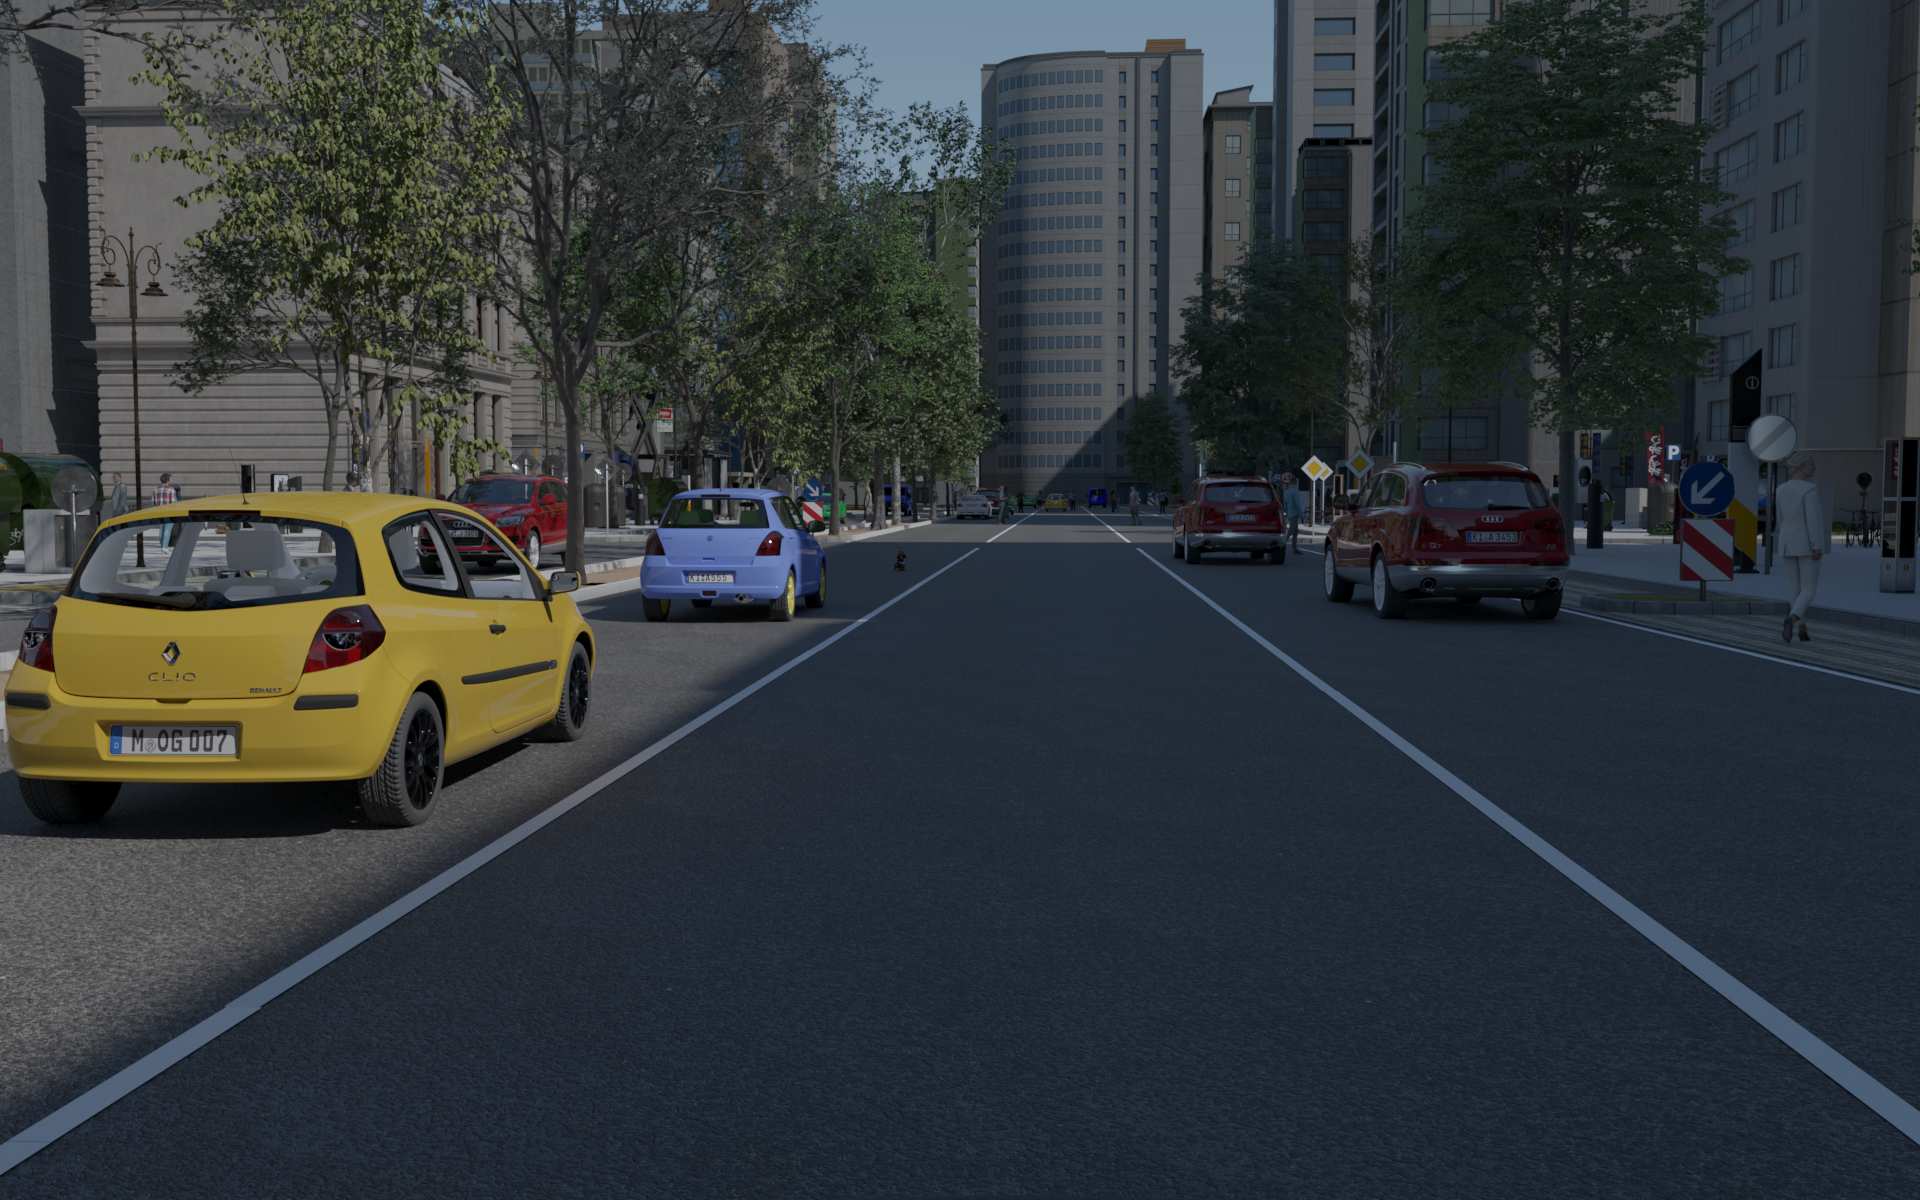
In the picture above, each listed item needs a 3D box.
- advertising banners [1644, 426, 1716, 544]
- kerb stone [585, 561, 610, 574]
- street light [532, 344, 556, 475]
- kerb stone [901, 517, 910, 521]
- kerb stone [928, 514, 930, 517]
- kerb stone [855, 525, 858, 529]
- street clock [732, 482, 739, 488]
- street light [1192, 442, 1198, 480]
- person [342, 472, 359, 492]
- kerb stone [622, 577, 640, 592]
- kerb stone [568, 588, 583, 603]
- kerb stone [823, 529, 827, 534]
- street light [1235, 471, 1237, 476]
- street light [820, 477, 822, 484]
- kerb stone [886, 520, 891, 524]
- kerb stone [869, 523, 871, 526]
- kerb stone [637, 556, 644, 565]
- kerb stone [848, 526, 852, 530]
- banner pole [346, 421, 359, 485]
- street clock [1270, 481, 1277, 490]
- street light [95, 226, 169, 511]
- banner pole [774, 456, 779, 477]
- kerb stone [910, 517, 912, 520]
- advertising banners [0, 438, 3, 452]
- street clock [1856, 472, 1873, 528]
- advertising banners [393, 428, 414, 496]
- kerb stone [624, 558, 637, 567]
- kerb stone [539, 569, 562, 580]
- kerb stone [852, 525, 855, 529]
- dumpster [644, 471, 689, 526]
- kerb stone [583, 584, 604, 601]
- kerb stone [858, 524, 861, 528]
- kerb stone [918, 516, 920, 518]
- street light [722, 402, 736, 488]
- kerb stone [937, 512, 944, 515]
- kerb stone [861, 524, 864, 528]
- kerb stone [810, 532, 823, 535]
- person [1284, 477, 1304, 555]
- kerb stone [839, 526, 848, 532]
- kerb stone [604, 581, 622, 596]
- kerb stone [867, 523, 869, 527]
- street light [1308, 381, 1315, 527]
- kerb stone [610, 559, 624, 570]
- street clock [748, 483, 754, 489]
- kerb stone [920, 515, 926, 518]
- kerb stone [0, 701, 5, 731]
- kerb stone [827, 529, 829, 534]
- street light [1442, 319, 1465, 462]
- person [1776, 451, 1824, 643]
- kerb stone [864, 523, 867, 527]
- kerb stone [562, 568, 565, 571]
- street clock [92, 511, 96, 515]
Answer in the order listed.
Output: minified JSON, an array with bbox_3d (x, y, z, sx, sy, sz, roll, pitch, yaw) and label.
[{"bbox_3d":[18.512,-2.935,44.171,2.074,3.025,0.090,1,4,16],"label":"advertising banners"},{"bbox_3d":[-6.679,-0.589,31.876,0.120,0.150,1.000,0,4,3],"label":"kerb stone"},{"bbox_3d":[-12.801,-4.945,53.636,0.468,5.910,1.993,0,4,3],"label":"street light"},{"bbox_3d":[-2.946,-4.385,93.882,0.120,0.150,1.000,0,4,3],"label":"kerb stone"},{"bbox_3d":[-2.136,-5.189,107.176,0.120,0.150,1.000,0,4,3],"label":"kerb stone"},{"bbox_3d":[-4.361,-2.943,70.314,0.120,0.150,1.000,0,4,3],"label":"kerb stone"},{"bbox_3d":[-13.234,-5.981,102.358,0.471,2.002,0.358,0,4,-5],"label":"street clock"},{"bbox_3d":[17.161,-9.378,126.121,0.468,5.910,1.993,0,4,3],"label":"street light"},{"bbox_3d":[-10.521,-1.306,29.980,0.853,1.813,0.709,-1,4,-12],"label":"person"},{"bbox_3d":[-4.955,-0.205,25.624,0.120,0.150,1.000,0,4,3],"label":"kerb stone"},{"bbox_3d":[-5.140,-0.022,22.557,0.120,0.150,1.000,0,4,3],"label":"kerb stone"},{"bbox_3d":[-4.922,-2.378,61.091,0.120,0.150,1.000,0,4,3],"label":"kerb stone"},{"bbox_3d":[15.336,-7.548,96.190,0.468,5.910,1.993,0,4,3],"label":"street light"},{"bbox_3d":[-9.128,-8.633,113.944,0.468,5.910,1.993,0,4,3],"label":"street light"},{"bbox_3d":[-3.433,-3.884,85.703,0.120,0.150,1.000,0,4,3],"label":"kerb stone"},{"bbox_3d":[-4.049,-3.257,75.439,0.120,0.150,1.000,0,4,3],"label":"kerb stone"},{"bbox_3d":[-6.495,-0.778,34.944,0.120,0.150,1.000,0,4,3],"label":"kerb stone"},{"bbox_3d":[-4.485,-2.817,68.273,0.120,0.150,1.000,0,4,3],"label":"kerb stone"},{"bbox_3d":[-20.997,-4.275,59.920,0.401,3.779,0.863,1,4,14],"label":"banner pole"},{"bbox_3d":[17.170,-5.540,95.145,0.358,2.002,0.471,-2,4,-25],"label":"street clock"},{"bbox_3d":[-14.333,-3.507,30.123,0.468,5.910,1.993,0,4,3],"label":"street light"},{"bbox_3d":[-11.768,-7.463,112.029,0.401,3.779,0.863,2,4,30],"label":"banner pole"},{"bbox_3d":[-2.882,-4.447,94.902,0.120,0.150,1.000,0,4,3],"label":"kerb stone"},{"bbox_3d":[-29.980,-3.600,55.051,0.090,3.025,2.074,1,4,15],"label":"advertising banners"},{"bbox_3d":[29.988,-3.234,57.439,0.471,2.002,0.358,3,4,37],"label":"street clock"},{"bbox_3d":[-14.240,-2.942,44.288,0.090,3.025,2.074,-2,4,-30],"label":"advertising banners"},{"bbox_3d":[-6.559,-0.715,33.919,0.120,0.150,1.000,0,4,3],"label":"kerb stone"},{"bbox_3d":[-6.872,-0.404,28.805,0.120,0.150,1.000,0,4,3],"label":"kerb stone"},{"bbox_3d":[-4.425,-2.878,69.293,0.120,0.150,1.000,0,4,3],"label":"kerb stone"},{"bbox_3d":[-12.048,-4.202,71.197,1.502,2.255,1.985,0,4,3],"label":"dumpster"},{"bbox_3d":[-5.074,-0.085,23.580,0.120,0.150,1.000,0,4,3],"label":"kerb stone"},{"bbox_3d":[-4.294,-3.006,71.340,0.120,0.150,1.000,0,4,3],"label":"kerb stone"},{"bbox_3d":[-2.562,-4.759,100.022,0.120,0.150,1.000,0,4,3],"label":"kerb stone"},{"bbox_3d":[-11.108,-6.771,83.497,0.468,5.910,1.993,0,4,3],"label":"street light"},{"bbox_3d":[-1.398,-5.949,119.460,0.120,0.150,1.000,0,4,3],"label":"kerb stone"},{"bbox_3d":[-4.238,-3.066,72.364,0.120,0.150,1.000,0,4,3],"label":"kerb stone"},{"bbox_3d":[-4.979,-2.317,60.070,0.120,0.150,1.000,0,4,3],"label":"kerb stone"},{"bbox_3d":[7.739,-1.974,40.635,0.748,1.841,0.638,0,4,-6],"label":"person"},{"bbox_3d":[-4.552,-2.756,67.252,0.120,0.150,1.000,0,4,3],"label":"kerb stone"},{"bbox_3d":[-5.025,-0.146,24.605,0.120,0.150,1.000,0,4,3],"label":"kerb stone"},{"bbox_3d":[-4.122,-3.190,74.408,0.120,0.150,1.000,0,4,3],"label":"kerb stone"},{"bbox_3d":[13.515,-5.738,66.612,0.468,5.910,1.993,0,4,3],"label":"street light"},{"bbox_3d":[-6.617,-0.654,32.896,0.120,0.150,1.000,0,4,3],"label":"kerb stone"},{"bbox_3d":[-13.820,-6.744,114.837,0.471,2.002,0.358,-3,4,-38],"label":"street clock"},{"bbox_3d":[-2.322,-5.005,104.108,0.120,0.150,1.000,0,4,3],"label":"kerb stone"},{"bbox_3d":[-5.885,0.729,10.281,0.120,0.150,1.000,0,4,3],"label":"kerb stone"},{"bbox_3d":[-4.856,-2.439,62.126,0.120,0.150,1.000,0,4,3],"label":"kerb stone"},{"bbox_3d":[12.166,-4.294,42.993,0.468,5.910,1.993,0,4,3],"label":"street light"},{"bbox_3d":[7.984,-0.498,16.524,0.818,1.842,0.514,-3,5,-40],"label":"person"},{"bbox_3d":[-4.175,-3.126,73.387,0.120,0.150,1.000,0,4,3],"label":"kerb stone"},{"bbox_3d":[-6.807,-0.465,29.835,0.120,0.150,1.000,0,4,3],"label":"kerb stone"},{"bbox_3d":[-31.149,-3.524,62.185,0.471,2.002,0.358,3,5,40],"label":"street clock"}]
